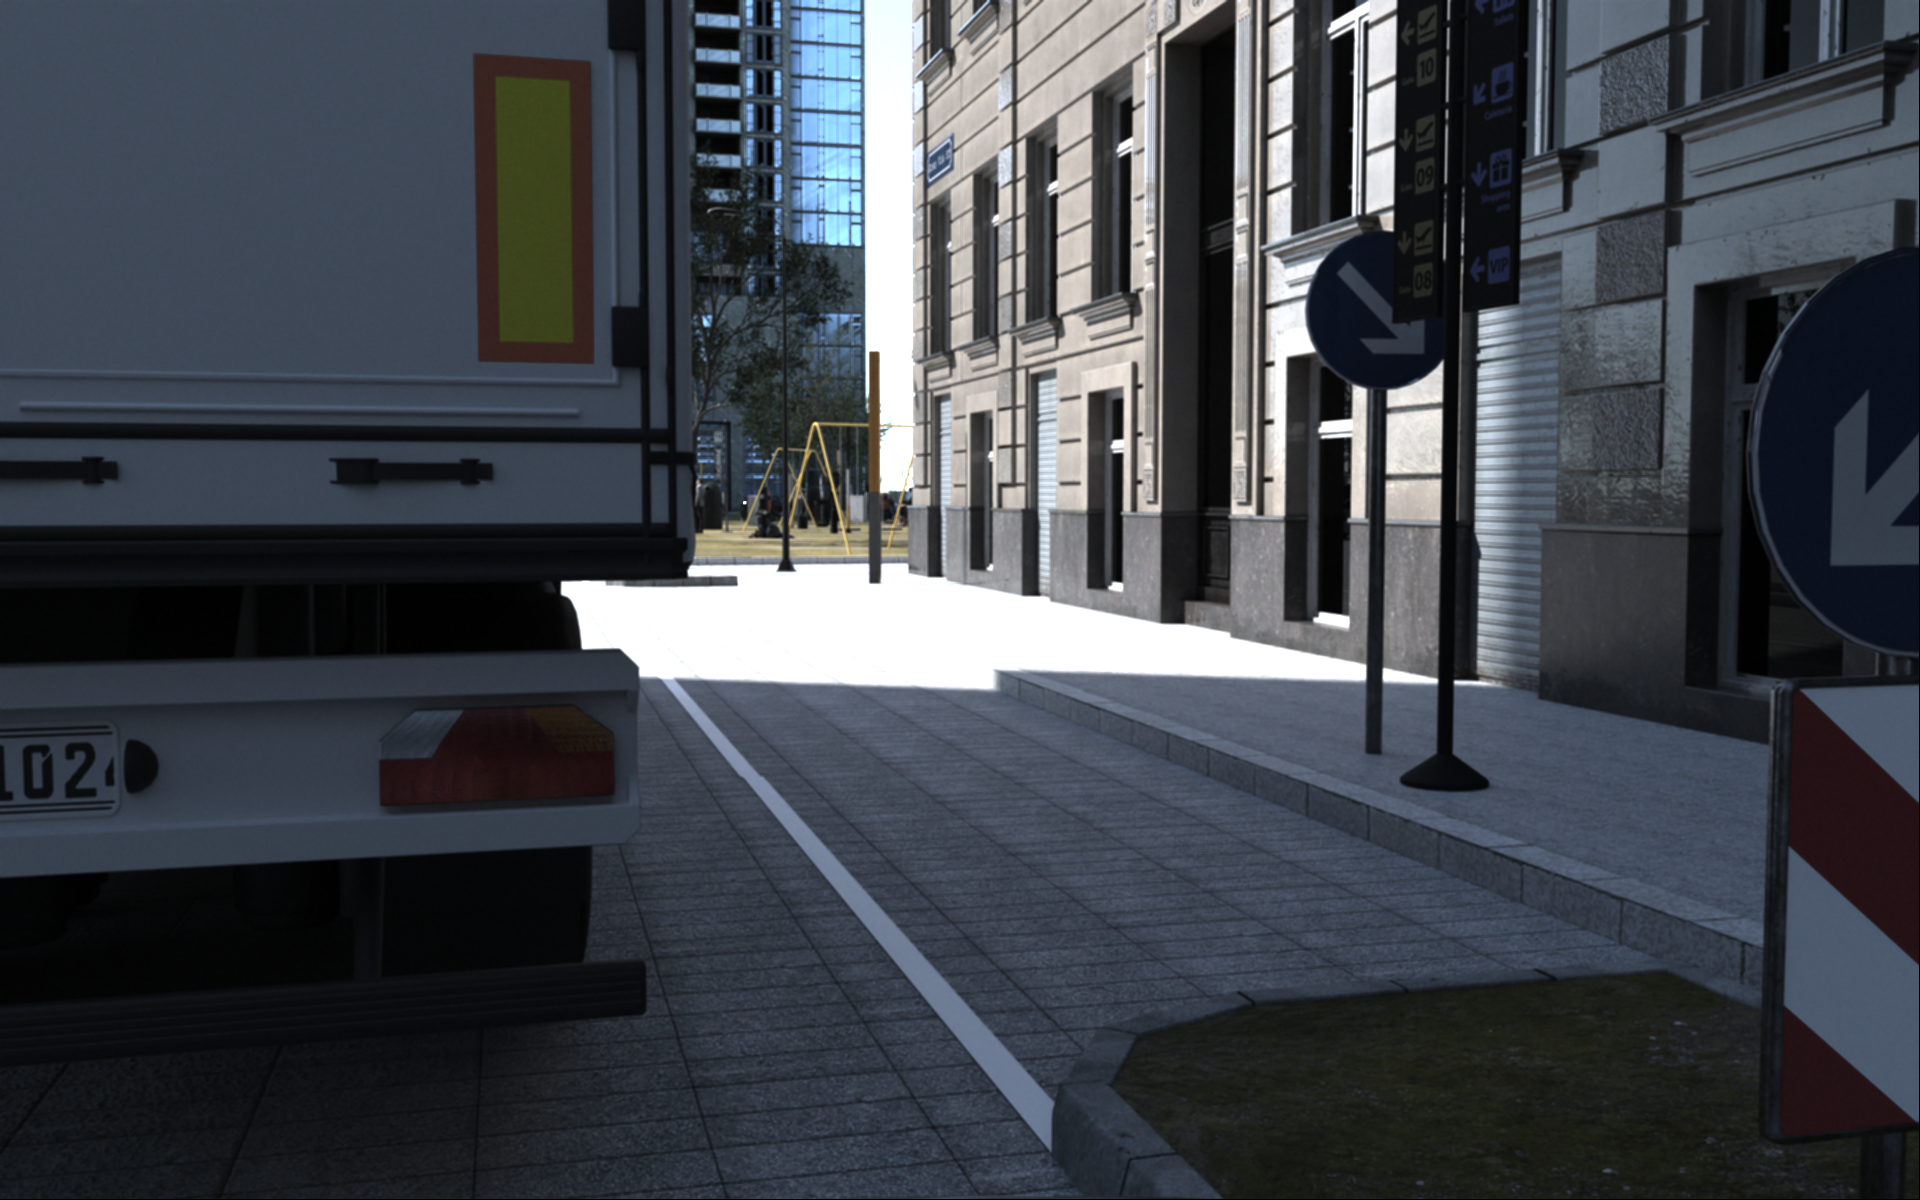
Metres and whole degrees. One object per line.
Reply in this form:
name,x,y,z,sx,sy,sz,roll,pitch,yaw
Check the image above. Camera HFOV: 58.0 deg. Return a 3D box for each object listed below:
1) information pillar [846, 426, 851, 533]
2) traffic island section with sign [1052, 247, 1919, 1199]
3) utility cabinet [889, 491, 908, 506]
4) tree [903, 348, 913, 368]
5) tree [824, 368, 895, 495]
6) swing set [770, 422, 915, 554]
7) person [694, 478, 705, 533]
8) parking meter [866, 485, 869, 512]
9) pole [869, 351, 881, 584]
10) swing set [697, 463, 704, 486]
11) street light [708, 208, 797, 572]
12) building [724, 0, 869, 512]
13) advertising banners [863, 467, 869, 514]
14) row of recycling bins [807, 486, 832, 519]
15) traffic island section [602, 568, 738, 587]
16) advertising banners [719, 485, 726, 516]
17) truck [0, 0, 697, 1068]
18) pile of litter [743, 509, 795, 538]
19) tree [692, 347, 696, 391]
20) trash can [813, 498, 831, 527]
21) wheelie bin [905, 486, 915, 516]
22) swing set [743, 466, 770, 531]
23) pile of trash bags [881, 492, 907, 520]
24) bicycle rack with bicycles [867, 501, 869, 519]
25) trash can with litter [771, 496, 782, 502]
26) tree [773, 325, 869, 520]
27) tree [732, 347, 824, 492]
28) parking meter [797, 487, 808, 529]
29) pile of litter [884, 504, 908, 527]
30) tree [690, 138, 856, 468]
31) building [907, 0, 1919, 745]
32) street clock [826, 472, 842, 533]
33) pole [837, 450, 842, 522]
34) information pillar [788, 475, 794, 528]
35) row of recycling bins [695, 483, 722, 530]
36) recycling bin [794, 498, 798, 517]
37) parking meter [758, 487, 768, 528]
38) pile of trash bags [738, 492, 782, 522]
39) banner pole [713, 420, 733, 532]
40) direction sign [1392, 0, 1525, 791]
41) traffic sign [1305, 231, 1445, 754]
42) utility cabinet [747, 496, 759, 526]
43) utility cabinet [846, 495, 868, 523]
information pillar,-3.698,-4.032,57.283,0.183,3.616,0.504,0,4,-6
traffic island section with sign,1.267,0.312,3.531,1.989,1.847,2.006,-1,4,-14
utility cabinet,-3.805,-6.030,107.262,1.173,1.500,0.318,-1,4,-12
tree,0.549,-6.538,57.254,4.360,8.622,3.978,0,3,0
tree,-6.144,-9.203,100.826,4.737,8.622,4.395,0,3,0
swing set,-2.104,-2.507,38.615,3.119,2.851,2.862,-3,4,-36
person,-8.576,-3.084,56.652,0.473,1.802,0.592,2,4,25
parking meter,-5.772,-6.399,110.336,0.255,1.863,0.399,3,4,38
pole,-1.218,-1.893,24.789,0.158,3.312,0.155,0,3,0
swing set,-14.379,-5.413,86.126,3.119,2.851,2.862,0,4,0
street light,-3.407,-3.416,28.385,1.470,5.913,1.316,-1,4,-14
building,-19.308,-50.476,137.956,22.319,86.520,31.000,-1,4,-14
advertising banners,-5.932,-6.882,108.706,0.090,3.025,2.074,0,4,6
row of recycling bins,-7.381,-5.092,90.374,1.069,1.692,3.534,0,4,7
traffic island section,-4.777,-0.359,28.156,2.009,0.180,2.903,-1,4,-14
advertising banners,-13.854,-6.422,101.182,0.090,3.025,2.074,0,4,8
truck,-3.165,-1.167,8.001,2.839,4.237,11.283,-1,4,-16
pile of litter,-5.599,-2.252,50.791,1.176,0.858,1.719,-3,5,-42
tree,-15.239,-9.288,77.620,9.928,11.665,9.643,0,3,0
trash can,-5.414,-3.442,67.929,0.748,1.137,0.748,0,3,0
wheelie bin,-0.968,-2.181,43.573,0.693,1.594,0.980,2,4,35
swing set,-5.620,-3.835,60.323,2.862,2.851,3.119,1,4,18
pile of trash bags,-3.247,-4.659,85.920,1.912,1.369,3.447,1,4,16
bicycle rack with bicycles,-4.246,-4.727,90.667,2.925,0.926,2.852,-2,4,-30
trash can with litter,-10.982,-5.582,102.647,0.624,1.170,1.055,1,4,12
tree,-5.734,-7.443,72.061,4.360,8.622,3.978,0,3,0
tree,-9.413,-8.253,85.304,4.737,8.622,4.395,0,3,0
parking meter,-5.818,-3.399,63.987,0.372,1.533,0.369,0,3,0
pile of litter,-1.981,-3.291,67.778,1.719,0.858,1.176,0,4,4
tree,-7.277,-6.837,46.201,8.767,10.594,7.601,-1,4,-18
building,7.656,-13.432,16.869,12.463,27.353,25.104,-1,4,-14
street clock,-4.112,-3.174,56.470,0.471,2.002,0.358,-2,4,-30
pole,-5.622,-5.306,80.603,0.158,3.312,0.155,0,3,0
information pillar,-6.467,-3.711,65.170,0.304,2.012,0.304,2,4,25
row of recycling bins,-10.157,-3.466,63.783,3.534,1.692,1.069,2,4,34
recycling bin,-10.383,-5.795,107.298,0.722,1.027,0.722,0,4,-7
parking meter,-7.498,-3.515,65.876,0.372,1.533,0.369,0,3,0
pile of trash bags,-9.208,-4.337,80.669,1.912,1.369,3.447,-1,4,-16
banner pole,-7.990,-4.165,58.108,0.401,3.779,0.863,2,4,35
direction sign,2.140,-0.951,7.546,0.379,3.537,0.876,-1,4,-19
traffic sign,2.048,-0.513,8.498,0.768,2.556,0.104,0,4,-5
utility cabinet,-8.340,-3.649,70.816,0.306,1.237,1.020,1,4,17
utility cabinet,-4.660,-4.110,78.358,1.020,1.237,0.306,3,4,36
